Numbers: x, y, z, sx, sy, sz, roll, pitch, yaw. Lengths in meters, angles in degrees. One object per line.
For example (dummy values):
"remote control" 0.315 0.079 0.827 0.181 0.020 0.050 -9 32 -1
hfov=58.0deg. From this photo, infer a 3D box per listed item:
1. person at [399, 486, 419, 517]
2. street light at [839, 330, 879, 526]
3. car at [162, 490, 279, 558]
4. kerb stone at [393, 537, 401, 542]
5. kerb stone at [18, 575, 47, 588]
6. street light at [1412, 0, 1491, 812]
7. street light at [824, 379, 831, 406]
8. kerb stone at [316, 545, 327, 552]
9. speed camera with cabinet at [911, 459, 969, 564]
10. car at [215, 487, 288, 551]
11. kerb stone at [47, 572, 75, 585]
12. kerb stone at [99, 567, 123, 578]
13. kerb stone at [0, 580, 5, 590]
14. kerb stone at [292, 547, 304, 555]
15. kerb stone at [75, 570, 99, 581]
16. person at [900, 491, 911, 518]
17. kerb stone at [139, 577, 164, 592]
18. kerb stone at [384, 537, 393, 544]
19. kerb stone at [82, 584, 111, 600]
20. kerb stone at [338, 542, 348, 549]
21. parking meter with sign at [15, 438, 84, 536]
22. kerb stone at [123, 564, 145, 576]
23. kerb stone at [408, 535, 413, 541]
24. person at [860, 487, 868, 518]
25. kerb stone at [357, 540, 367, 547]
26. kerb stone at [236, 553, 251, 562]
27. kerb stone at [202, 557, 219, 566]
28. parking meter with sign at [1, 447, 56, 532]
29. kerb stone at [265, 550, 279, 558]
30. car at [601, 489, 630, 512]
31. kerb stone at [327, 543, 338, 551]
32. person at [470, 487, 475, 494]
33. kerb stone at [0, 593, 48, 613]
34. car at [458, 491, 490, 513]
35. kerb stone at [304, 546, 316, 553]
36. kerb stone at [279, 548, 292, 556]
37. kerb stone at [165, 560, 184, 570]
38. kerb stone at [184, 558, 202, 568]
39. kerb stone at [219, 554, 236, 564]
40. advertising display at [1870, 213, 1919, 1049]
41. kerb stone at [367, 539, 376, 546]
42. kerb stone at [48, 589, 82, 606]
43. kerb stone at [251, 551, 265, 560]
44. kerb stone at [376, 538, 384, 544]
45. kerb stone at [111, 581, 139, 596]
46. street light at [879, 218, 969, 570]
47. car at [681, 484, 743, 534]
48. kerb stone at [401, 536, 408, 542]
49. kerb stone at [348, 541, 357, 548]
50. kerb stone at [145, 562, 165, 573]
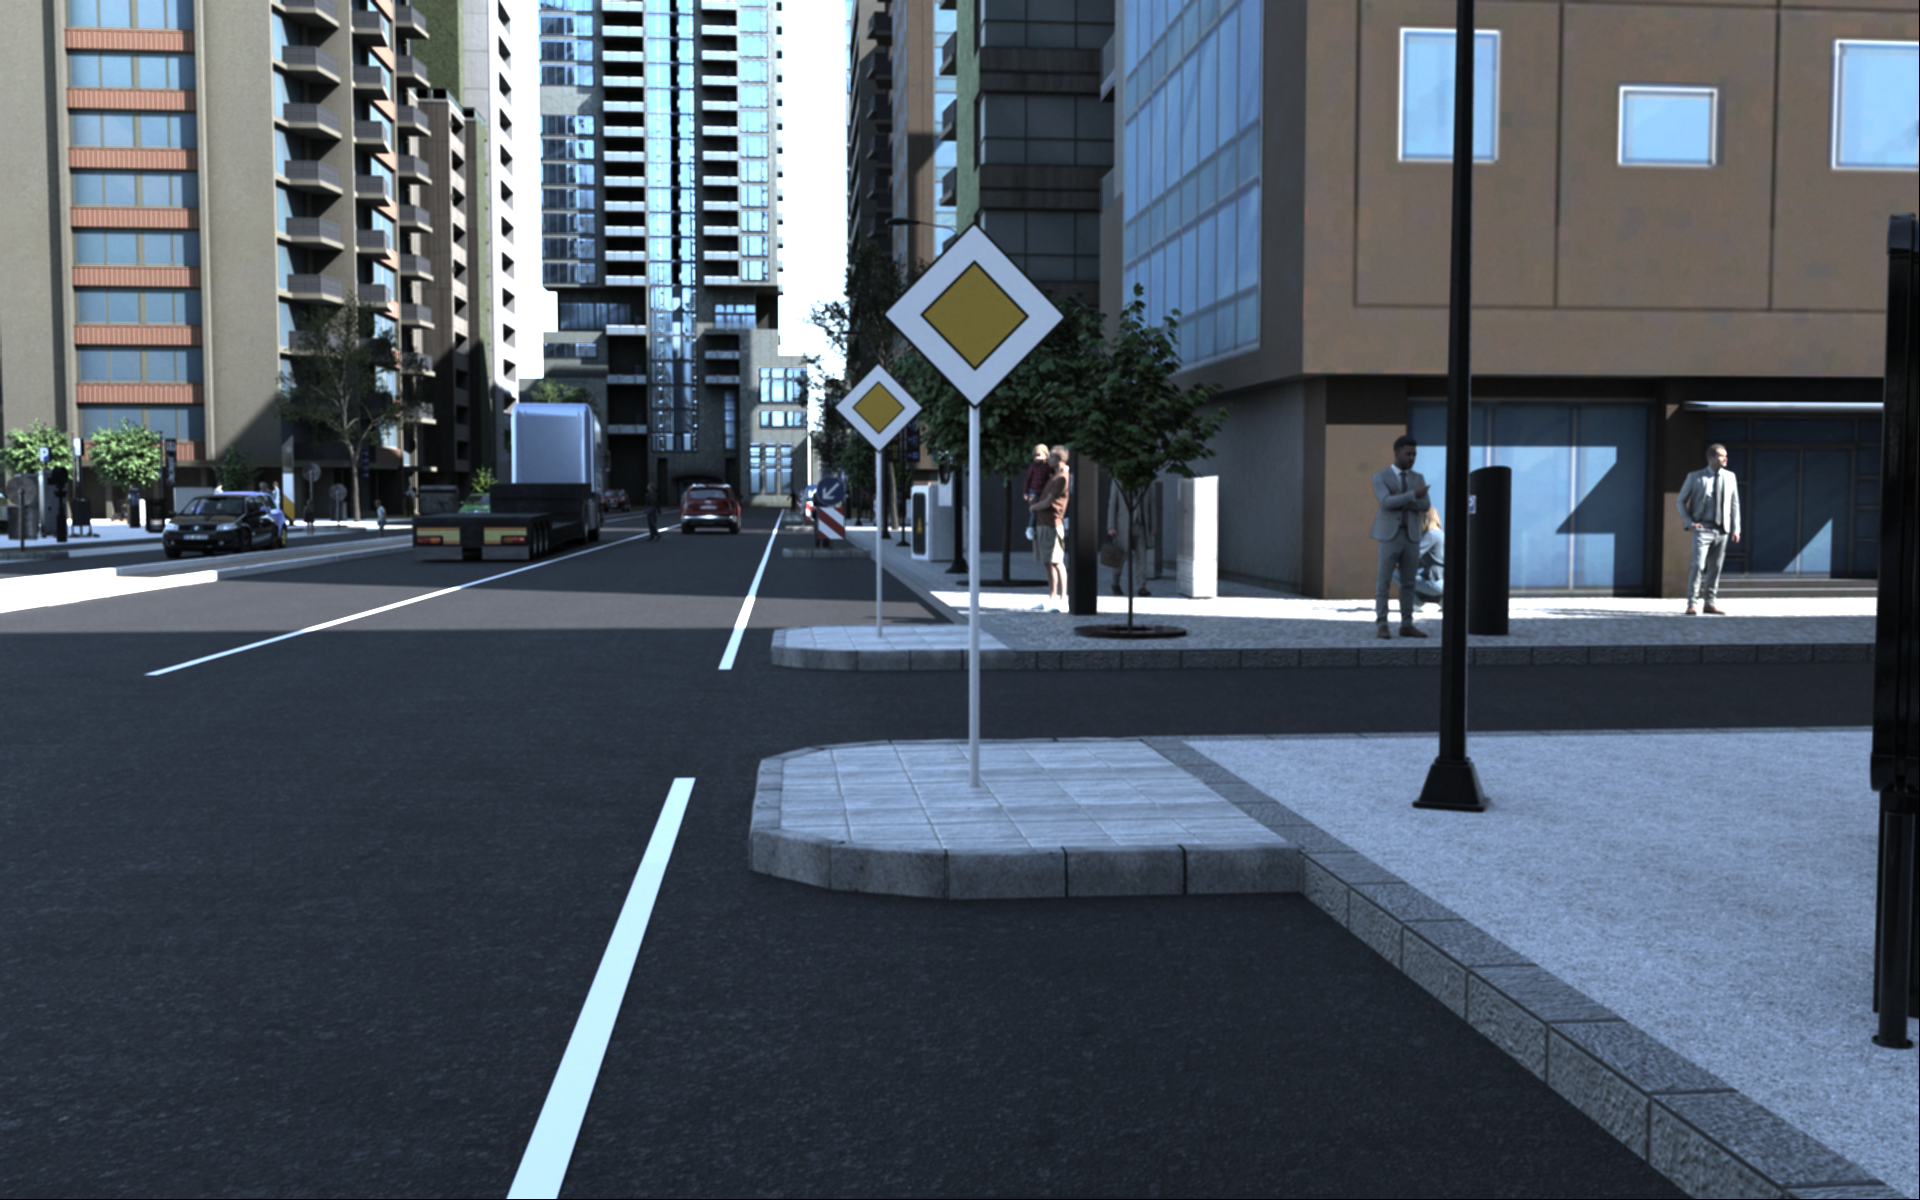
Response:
"person" -31.049 -5.564 97.738 1.217 1.736 0.721 -3 4 -37
"street light" -2.657 -4.698 49.353 1.470 5.913 1.316 0 4 -6
"car" -17.153 -1.865 40.276 2.009 1.686 4.222 0 4 -8
"kerb stone" -16.724 -1.763 51.024 0.120 0.150 1.000 0 4 -6
"kerb stone" -14.318 -0.267 26.554 0.120 0.150 1.000 0 4 -6
"street light" 1.492 -2.103 6.926 1.470 5.913 1.316 0 4 -6
"street light" -4.633 -5.942 69.691 1.470 5.913 1.316 0 4 -6
"kerb stone" -15.923 -1.263 42.853 0.120 0.150 1.000 0 4 -6
"speed camera with cabinet" -0.302 -2.335 32.521 0.660 3.252 2.038 -1 4 -23
"car" -18.721 -2.155 44.824 1.945 1.707 3.694 0 4 -6
"kerb stone" -14.407 -0.329 27.572 0.120 0.150 1.000 0 4 -6
"kerb stone" -14.617 -0.451 29.608 0.120 0.150 1.000 0 4 -6
"kerb stone" -14.216 -0.204 25.537 0.120 0.150 1.000 0 4 -6
"kerb stone" -15.718 -1.139 40.813 0.120 0.150 1.000 0 4 -6
"kerb stone" -14.515 -0.391 28.591 0.120 0.150 1.000 0 4 -6
"person" -3.110 -5.347 93.427 1.348 1.831 0.705 2 4 31
"kerb stone" -12.123 -0.215 25.763 0.120 0.150 1.000 0 4 -6
"kerb stone" -16.630 -1.700 49.994 0.120 0.150 1.000 0 4 -6
"kerb stone" -11.920 -0.088 23.724 0.120 0.150 1.000 0 4 -6
"kerb stone" -16.119 -1.389 44.899 0.120 0.150 1.000 0 4 -6
"parking meter with sign" -28.153 -3.513 53.697 0.543 3.016 1.738 3 5 43
"kerb stone" -14.708 -0.516 30.627 0.120 0.150 1.000 0 4 -6
"kerb stone" -16.928 -1.888 53.064 0.120 0.150 1.000 0 4 -6
"person" -5.162 -5.186 92.308 0.593 1.643 0.415 0 4 5
"kerb stone" -16.325 -1.513 46.934 0.120 0.150 1.000 0 4 -6
"kerb stone" -15.318 -0.889 36.738 0.120 0.150 1.000 0 4 -6
"kerb stone" -15.119 -0.765 34.695 0.120 0.150 1.000 0 4 -6
"parking meter with sign" -34.177 -4.105 63.371 0.543 3.016 1.738 2 4 26
"kerb stone" -15.521 -1.014 38.778 0.120 0.150 1.000 0 4 -6
"car" -27.764 -8.002 139.509 2.281 1.827 5.304 0 4 -6
"kerb stone" -16.023 -1.325 43.882 0.120 0.150 1.000 0 4 -6
"person" -30.876 -6.317 110.002 0.721 1.739 1.217 -1 4 -9
"kerb stone" -11.725 0.035 21.688 0.120 0.150 1.000 0 4 -6
"car" -21.700 -4.296 79.032 1.959 1.807 4.718 0 4 -6
"kerb stone" -15.828 -1.201 41.836 0.120 0.150 1.000 0 4 -6
"kerb stone" -15.620 -1.076 39.796 0.120 0.150 1.000 0 4 -6
"kerb stone" -14.912 -0.640 32.661 0.120 0.150 1.000 0 4 -6
"kerb stone" -15.020 -0.702 33.678 0.120 0.150 1.000 0 4 -6
"kerb stone" -15.211 -0.822 35.714 0.120 0.150 1.000 0 4 -6
"advertising display" 2.396 0.053 4.353 0.123 1.923 0.974 2 4 31
"kerb stone" -16.423 -1.576 47.957 0.120 0.150 1.000 0 4 -6
"kerb stone" -11.813 -0.031 22.706 0.120 0.150 1.000 0 4 -6
"kerb stone" -15.419 -0.952 37.755 0.120 0.150 1.000 0 4 -6
"kerb stone" -16.541 -1.638 48.973 0.120 0.150 1.000 0 4 -6
"kerb stone" -12.021 -0.156 24.743 0.120 0.150 1.000 0 4 -6
"street light" -0.549 -3.472 29.313 1.470 5.913 1.316 0 4 -6
"car" -9.184 -3.384 64.008 2.281 1.827 5.304 0 4 -6
"kerb stone" -16.822 -1.825 52.047 0.120 0.150 1.000 0 4 -6
"kerb stone" -16.231 -1.451 45.916 0.120 0.150 1.000 0 4 -6
"kerb stone" -14.820 -0.578 31.643 0.120 0.150 1.000 0 4 -6
